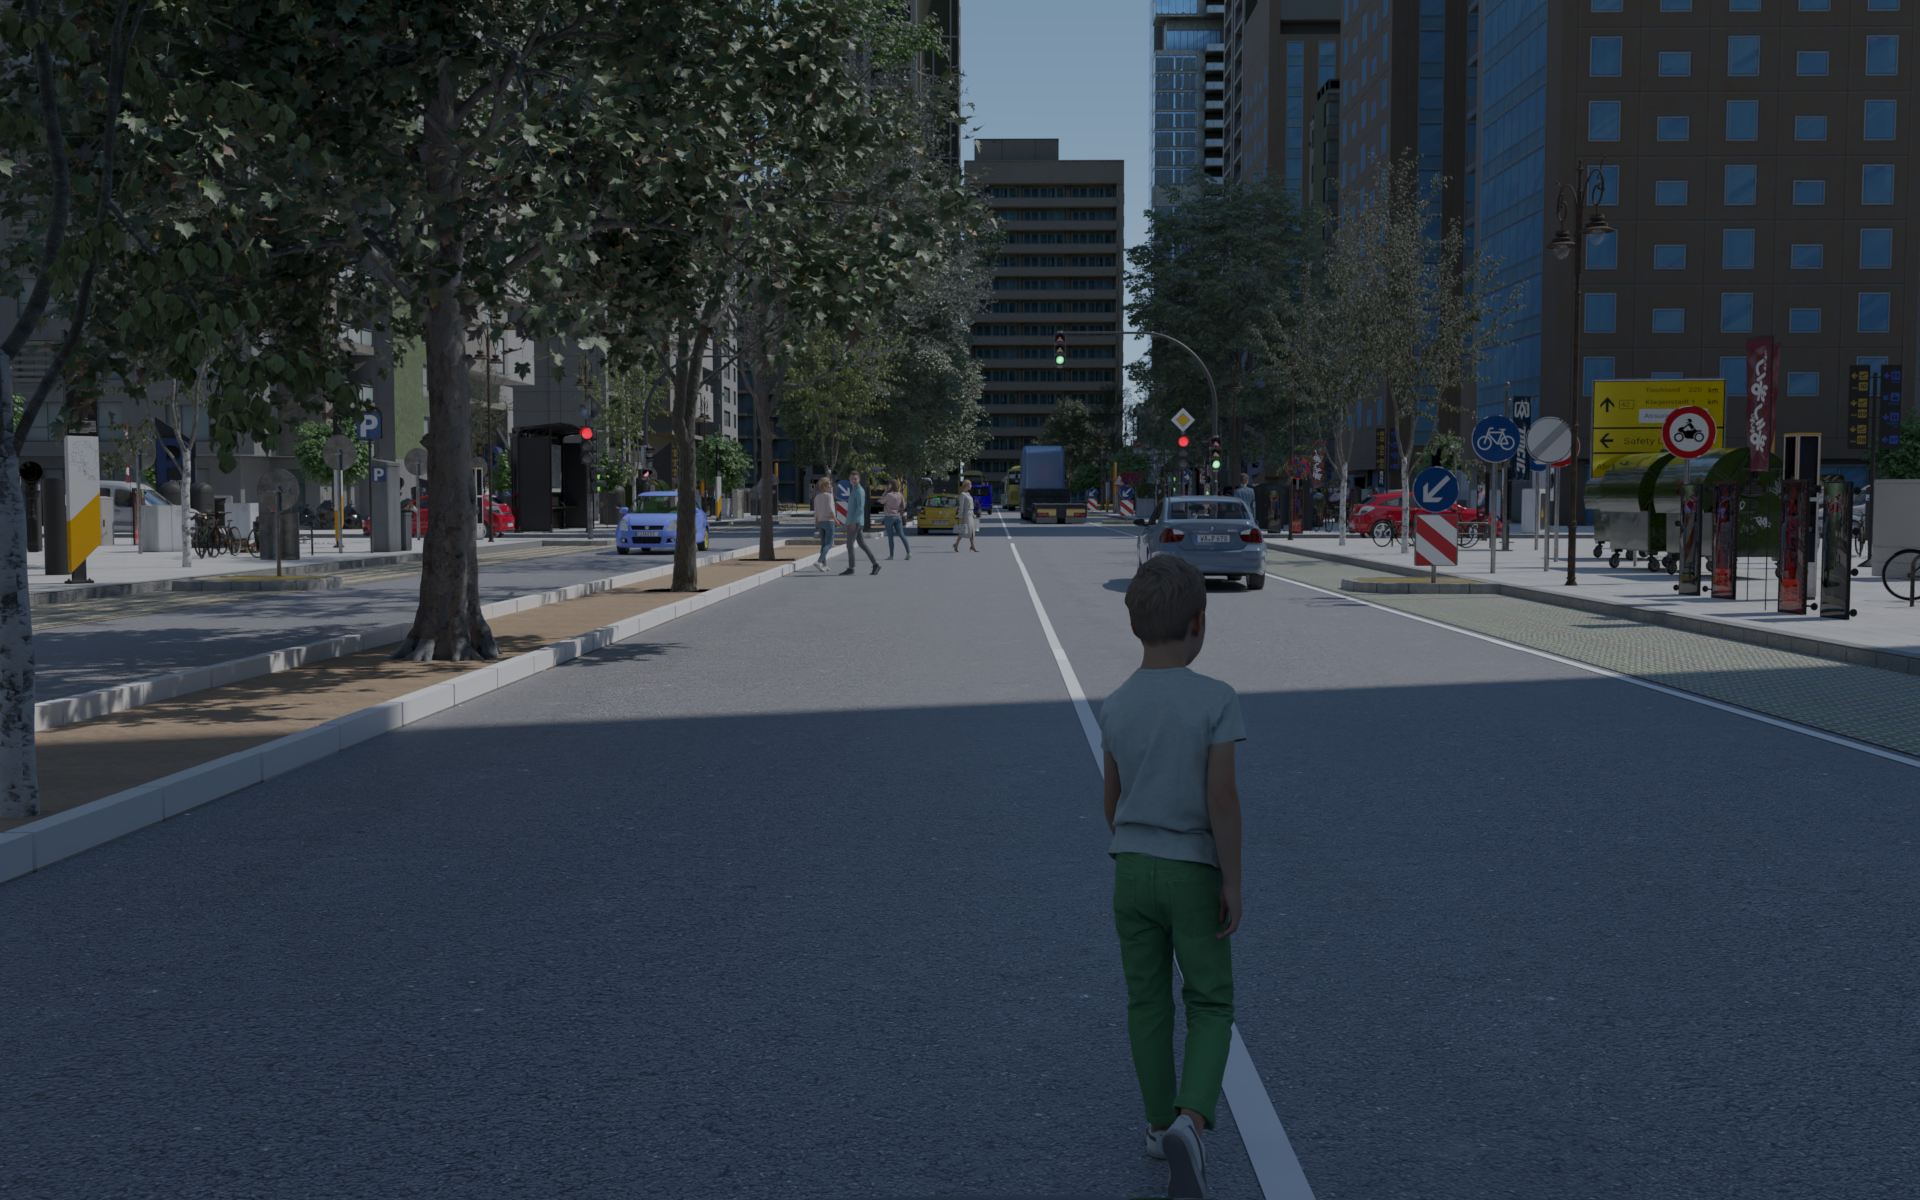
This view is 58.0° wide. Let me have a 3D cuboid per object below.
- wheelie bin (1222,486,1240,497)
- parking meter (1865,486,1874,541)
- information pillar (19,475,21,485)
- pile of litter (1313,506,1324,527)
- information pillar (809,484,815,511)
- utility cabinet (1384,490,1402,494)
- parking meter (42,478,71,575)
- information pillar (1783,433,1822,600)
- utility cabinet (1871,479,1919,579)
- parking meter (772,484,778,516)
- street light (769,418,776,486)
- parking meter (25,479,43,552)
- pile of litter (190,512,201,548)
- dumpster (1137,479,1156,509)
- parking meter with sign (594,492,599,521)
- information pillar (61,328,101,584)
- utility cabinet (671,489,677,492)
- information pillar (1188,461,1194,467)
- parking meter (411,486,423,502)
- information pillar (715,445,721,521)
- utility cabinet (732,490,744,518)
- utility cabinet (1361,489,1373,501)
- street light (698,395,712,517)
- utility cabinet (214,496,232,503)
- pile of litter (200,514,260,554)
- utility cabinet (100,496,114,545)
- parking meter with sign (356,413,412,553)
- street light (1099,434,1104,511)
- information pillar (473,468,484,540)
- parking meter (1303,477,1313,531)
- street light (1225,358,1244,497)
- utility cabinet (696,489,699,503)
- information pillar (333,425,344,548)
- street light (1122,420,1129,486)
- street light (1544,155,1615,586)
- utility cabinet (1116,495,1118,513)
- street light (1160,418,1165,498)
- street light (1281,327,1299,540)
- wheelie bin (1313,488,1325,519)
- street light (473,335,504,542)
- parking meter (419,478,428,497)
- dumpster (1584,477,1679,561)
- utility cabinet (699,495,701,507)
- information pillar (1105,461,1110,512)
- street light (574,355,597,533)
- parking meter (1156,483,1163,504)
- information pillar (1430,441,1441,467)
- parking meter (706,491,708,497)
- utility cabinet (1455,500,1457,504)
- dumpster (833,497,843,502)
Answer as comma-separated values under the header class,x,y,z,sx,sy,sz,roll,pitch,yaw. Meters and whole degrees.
class,x,y,z,sx,sy,sz,roll,pitch,yaw
wheelie bin,10.331,-3.532,65.658,0.980,1.594,0.693,0,4,-7
parking meter,25.218,-2.412,47.854,0.372,1.533,0.369,0,3,0
information pillar,-33.364,-3.466,61.157,0.304,2.012,0.304,0,4,-8
pile of litter,13.428,-3.258,67.226,1.719,0.858,1.176,-2,4,-30
information pillar,-10.926,-7.551,127.944,0.304,2.012,0.304,-2,4,-29
utility cabinet,22.765,-5.001,90.447,1.173,1.500,0.318,2,4,31
parking meter,-14.320,-1.165,27.457,0.372,1.533,0.369,0,3,0
information pillar,10.198,-1.011,21.024,0.304,2.012,0.304,0,4,-5
utility cabinet,14.299,-1.065,26.099,0.318,1.500,1.173,-1,4,-9
parking meter,-11.009,-5.934,102.724,0.399,1.863,0.255,0,4,6
street light,-11.456,-8.113,105.438,0.468,5.910,1.993,0,4,1
parking meter,-20.638,-2.011,38.589,0.255,1.863,0.399,-1,4,-17
pile of litter,-17.956,-1.679,41.409,1.719,0.858,1.176,2,4,25
dumpster,11.875,-6.546,109.523,1.502,2.255,1.985,0,4,1
parking meter with sign,-17.564,-5.256,82.195,0.543,3.016,1.738,3,5,44
information pillar,-12.580,-2.045,24.783,0.183,3.616,0.504,2,4,30
utility cabinet,-13.048,-4.402,80.657,0.318,1.500,1.173,2,4,25
information pillar,15.013,-7.427,112.779,0.504,3.616,0.183,-1,4,-14
parking meter,-17.689,-2.937,56.428,0.372,1.533,0.369,0,3,0
information pillar,-11.467,-5.555,82.177,0.183,3.616,0.504,1,4,14
utility cabinet,-11.583,-5.001,90.448,0.318,1.500,1.173,0,4,8
utility cabinet,18.501,-4.282,78.692,0.318,1.500,1.173,2,4,23
street light,-11.972,-6.638,81.325,0.468,5.910,1.993,0,4,1
utility cabinet,-29.864,-3.585,69.772,1.020,1.237,0.306,-1,4,-17
pile of litter,-15.510,-1.473,38.043,1.176,0.858,1.719,3,5,44
utility cabinet,-21.637,-1.962,43.248,0.306,1.237,1.020,1,4,21
parking meter with sign,-12.674,-2.570,38.280,0.543,3.016,1.738,0,4,5
street light,10.617,-9.638,130.371,0.468,5.910,1.993,0,4,1
information pillar,-13.558,-2.688,48.448,0.304,2.012,0.304,1,4,23
parking meter,12.134,-3.346,60.419,0.255,1.863,0.399,3,4,38
street light,9.310,-5.265,58.868,0.468,5.910,1.993,0,4,1
utility cabinet,-12.818,-4.493,82.145,0.318,1.500,1.173,-3,5,-42
information pillar,-14.862,-3.060,41.382,0.183,3.616,0.504,0,4,-6
street light,10.182,-8.180,106.537,0.468,5.910,1.993,0,4,1
street light,8.570,-3.139,24.108,0.468,5.910,1.993,0,4,1
utility cabinet,11.057,-6.614,119.308,1.020,1.237,0.306,1,4,13
street light,9.753,-6.723,82.703,0.468,5.910,1.993,0,4,1
street light,9.180,-4.596,47.939,0.468,5.910,1.993,0,4,1
wheelie bin,17.260,-4.659,84.075,0.693,1.594,0.980,-3,4,-38
street light,-12.523,-4.483,46.080,0.468,5.910,1.993,0,4,1
parking meter,-19.188,-3.447,62.062,0.399,1.863,0.255,0,4,-8
dumpster,13.352,-1.932,34.089,1.502,2.255,1.985,0,4,1
utility cabinet,-16.235,-5.782,105.689,1.020,1.237,0.306,-3,4,-38
information pillar,10.451,-8.023,122.533,0.183,3.616,0.504,2,4,29
street light,-12.303,-5.154,57.060,0.468,5.910,1.993,0,4,1
parking meter,9.958,-4.901,85.842,0.399,1.863,0.255,3,4,39
information pillar,20.670,-5.137,75.342,0.504,3.616,0.183,-1,4,-17
parking meter,-18.071,-6.993,122.743,0.372,1.533,0.369,0,3,0
utility cabinet,26.016,-4.918,91.574,0.306,1.237,1.020,2,4,26
dumpster,-9.057,-6.904,121.090,1.865,1.857,1.264,0,4,2
